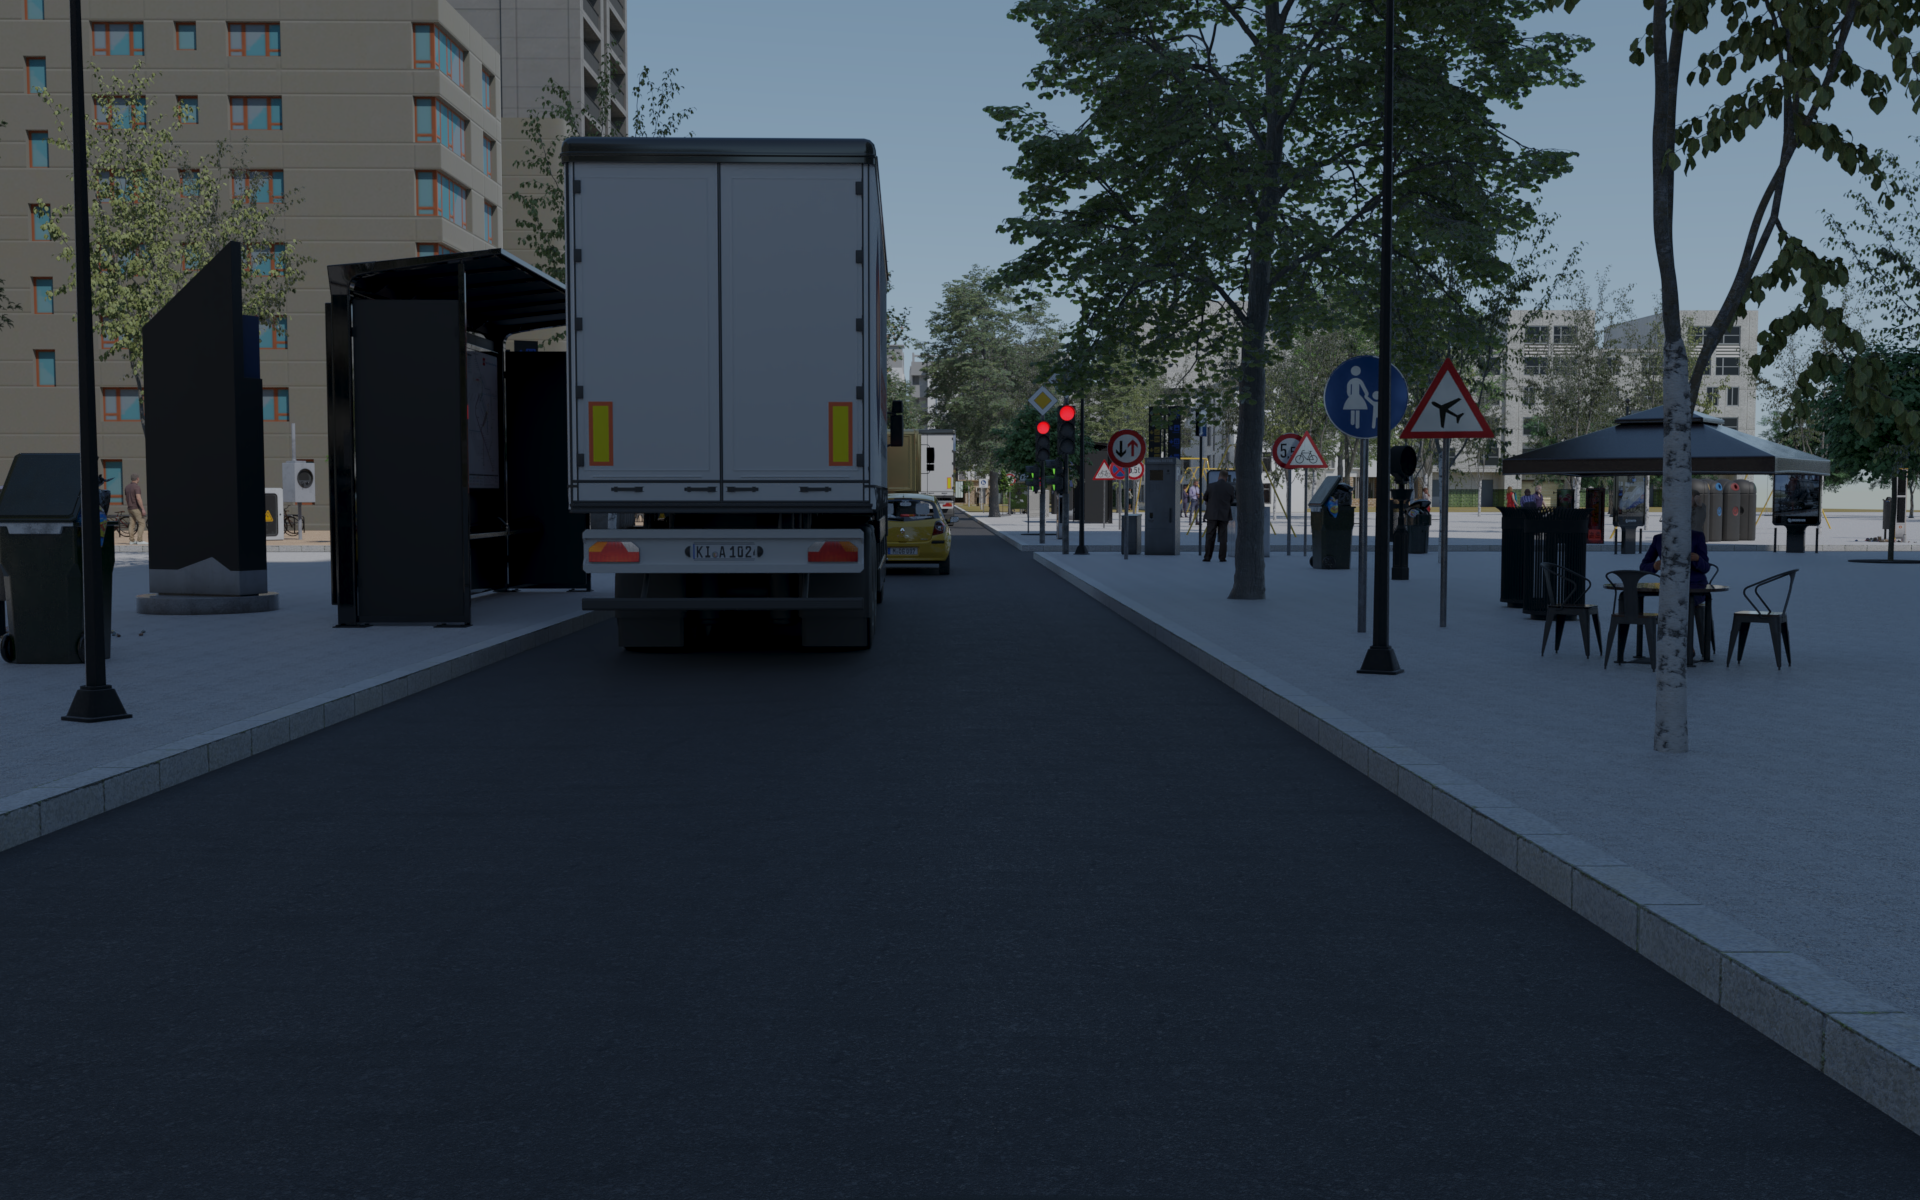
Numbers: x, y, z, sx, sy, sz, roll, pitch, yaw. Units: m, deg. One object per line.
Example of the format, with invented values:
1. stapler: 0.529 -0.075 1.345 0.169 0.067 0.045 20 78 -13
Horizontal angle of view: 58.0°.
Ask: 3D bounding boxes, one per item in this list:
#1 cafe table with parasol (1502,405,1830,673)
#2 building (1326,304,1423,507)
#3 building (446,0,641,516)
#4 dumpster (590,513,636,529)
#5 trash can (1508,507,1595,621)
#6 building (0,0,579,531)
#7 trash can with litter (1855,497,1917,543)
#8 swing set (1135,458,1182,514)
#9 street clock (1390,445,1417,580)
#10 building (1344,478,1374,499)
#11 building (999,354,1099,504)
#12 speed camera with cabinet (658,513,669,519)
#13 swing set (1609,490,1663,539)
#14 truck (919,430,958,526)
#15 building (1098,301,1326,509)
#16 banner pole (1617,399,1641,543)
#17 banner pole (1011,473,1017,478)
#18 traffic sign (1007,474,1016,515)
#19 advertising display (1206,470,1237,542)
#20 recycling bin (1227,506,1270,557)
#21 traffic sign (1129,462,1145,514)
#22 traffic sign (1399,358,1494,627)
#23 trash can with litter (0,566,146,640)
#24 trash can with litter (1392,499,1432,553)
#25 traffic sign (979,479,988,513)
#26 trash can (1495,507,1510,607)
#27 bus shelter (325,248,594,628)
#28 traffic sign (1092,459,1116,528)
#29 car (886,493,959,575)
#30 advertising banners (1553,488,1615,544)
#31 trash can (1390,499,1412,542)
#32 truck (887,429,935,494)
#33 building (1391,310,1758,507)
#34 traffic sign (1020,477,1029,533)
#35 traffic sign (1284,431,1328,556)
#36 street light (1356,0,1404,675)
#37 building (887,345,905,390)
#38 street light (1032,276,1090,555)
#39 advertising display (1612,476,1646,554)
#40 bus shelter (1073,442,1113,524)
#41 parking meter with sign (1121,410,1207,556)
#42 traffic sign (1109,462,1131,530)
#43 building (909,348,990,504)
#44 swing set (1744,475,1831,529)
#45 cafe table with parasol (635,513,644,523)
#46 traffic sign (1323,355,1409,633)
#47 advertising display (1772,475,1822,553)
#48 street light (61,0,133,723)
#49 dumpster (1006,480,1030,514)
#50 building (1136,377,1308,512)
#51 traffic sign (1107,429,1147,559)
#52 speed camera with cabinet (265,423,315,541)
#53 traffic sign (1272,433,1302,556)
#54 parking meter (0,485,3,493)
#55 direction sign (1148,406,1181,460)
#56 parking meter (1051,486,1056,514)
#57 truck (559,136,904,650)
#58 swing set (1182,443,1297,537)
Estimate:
1. cafe table with parasol: 5.366 -0.506 13.146 2.610 1.966 2.610 0 4 3
2. building: 39.362 -19.508 175.373 11.380 20.091 16.016 0 4 -1
3. building: -29.139 -40.805 105.415 20.563 71.187 20.611 0 4 -1
4. dumpster: -9.162 -2.405 45.086 1.264 1.857 1.865 0 4 -1
5. trash can: 6.075 -0.369 17.688 0.748 1.137 0.748 0 3 0
6. building: -31.981 -14.015 74.192 27.650 21.520 28.899 0 4 -1
7. trash can with litter: 24.997 -2.174 46.609 1.678 1.210 2.233 1 4 15
8. swing set: 9.440 -4.728 74.926 3.119 2.851 2.862 -1 4 -15
9. street clock: 6.583 -1.301 25.842 0.471 2.002 0.358 -3 5 -43
10. building: 52.554 -21.991 226.002 31.486 18.905 16.747 0 4 -1
11. building: 21.039 -22.022 226.519 31.486 18.905 16.747 0 4 -1
12. speed camera with cabinet: -7.097 -3.080 44.701 2.038 3.252 0.660 2 4 34
13. swing set: 20.458 -3.227 50.376 2.862 2.851 3.119 1 4 21
14. truck: -1.463 -5.619 80.789 2.839 4.237 11.283 0 4 0
15. building: 23.485 -18.381 166.982 16.747 18.905 31.486 0 4 -1
16. banner pole: 17.683 -3.402 45.636 0.863 3.779 0.401 -3 4 -36
17. banner pole: 3.456 -7.687 115.693 0.863 3.779 0.401 -1 4 -20
18. traffic sign: 3.083 -6.557 107.312 0.768 2.556 0.104 0 4 2
19. advertising display: 7.048 -2.504 46.154 0.974 1.923 0.123 0 4 -7
20. recycling bin: 5.895 -1.395 35.363 0.722 1.027 0.722 0 4 -6
21. traffic sign: 6.285 -3.822 62.602 0.768 2.556 0.104 0 4 1
22. traffic sign: 4.661 -1.017 16.639 0.884 2.594 0.081 1 4 9
23. trash can with litter: -8.628 -0.277 15.585 2.233 1.210 1.678 2 4 27
24. trash can with litter: 9.717 -1.593 37.439 0.624 1.170 1.055 -1 4 -20
25. traffic sign: 1.582 -7.000 116.585 0.606 2.300 0.079 0 4 7
26. trash can: 6.434 -0.485 19.583 0.748 1.137 0.748 0 3 0
27. bus shelter: -5.295 -1.736 19.660 1.731 3.624 6.357 0 4 -1
28. traffic sign: 5.406 -3.973 64.956 0.884 2.594 0.081 0 4 -1
29. car: -1.019 -1.344 32.195 2.015 1.641 3.980 0 4 0
30. advertising banners: 16.297 -2.954 44.483 2.074 3.025 0.090 3 4 36
31. trash can: 11.715 -2.126 46.418 0.748 1.137 0.748 0 3 0
32. truck: -2.425 -3.335 50.455 3.469 3.379 9.791 0 4 -1
33. building: 60.803 -18.871 175.005 31.486 18.905 16.747 0 4 -1
34. traffic sign: 2.253 -3.361 57.087 0.606 2.300 0.079 0 4 1
35. traffic sign: 7.110 -2.178 35.609 0.884 2.594 0.081 0 4 5
36. street light: 2.478 -2.429 12.260 1.470 5.913 1.316 0 4 -1
37. building: -12.806 -22.571 225.453 11.380 20.091 16.016 0 4 -1
38. street light: 2.039 -3.916 36.561 1.470 5.913 1.316 0 4 -1
39. advertising display: 14.297 -1.944 37.000 0.974 1.923 0.123 -2 4 -34
40. bus shelter: 5.801 -5.294 77.832 1.731 3.624 6.357 0 4 -1
41. parking meter with sign: 4.254 -2.453 36.368 1.738 3.016 0.543 2 4 24
42. traffic sign: 5.729 -3.789 62.059 0.768 2.556 0.104 0 4 1
43. building: -0.862 -22.599 225.905 11.380 20.091 16.016 0 4 -1
44. swing set: 30.239 -4.061 64.022 3.119 2.851 2.862 -3 5 -42
45. cafe table with parasol: -14.665 -4.517 78.719 2.610 1.966 2.610 3 4 36
46. traffic sign: 3.728 -0.972 15.991 0.768 2.556 0.104 0 4 6
47. advertising display: 18.243 -1.991 37.762 0.974 1.923 0.123 3 5 41
48. street light: -4.382 -2.273 9.700 1.470 5.913 1.316 0 4 -1
49. dumpster: 3.675 -6.544 109.495 1.502 2.255 1.985 0 4 -1
50. building: 20.007 -11.938 137.330 9.099 9.664 28.070 0 4 -1
51. traffic sign: 3.259 -2.068 33.910 0.768 2.556 0.104 0 4 4
52. speed camera with cabinet: -18.825 -3.270 47.808 0.660 3.252 2.038 2 4 31
53. traffic sign: 6.866 -2.201 36.098 0.768 2.556 0.104 0 4 3
54. parking meter: -26.460 -2.418 47.948 0.372 1.533 0.369 0 3 0
55. direction sign: 5.262 -3.217 44.595 0.876 3.537 0.379 2 4 28
56. parking meter: 5.981 -6.377 109.982 0.255 1.863 0.399 -2 4 -34
57. truck: -2.058 -1.855 19.249 2.839 4.237 11.283 0 4 -2
58. swing set: 8.540 -3.380 52.884 2.862 2.851 3.119 0 4 -2
